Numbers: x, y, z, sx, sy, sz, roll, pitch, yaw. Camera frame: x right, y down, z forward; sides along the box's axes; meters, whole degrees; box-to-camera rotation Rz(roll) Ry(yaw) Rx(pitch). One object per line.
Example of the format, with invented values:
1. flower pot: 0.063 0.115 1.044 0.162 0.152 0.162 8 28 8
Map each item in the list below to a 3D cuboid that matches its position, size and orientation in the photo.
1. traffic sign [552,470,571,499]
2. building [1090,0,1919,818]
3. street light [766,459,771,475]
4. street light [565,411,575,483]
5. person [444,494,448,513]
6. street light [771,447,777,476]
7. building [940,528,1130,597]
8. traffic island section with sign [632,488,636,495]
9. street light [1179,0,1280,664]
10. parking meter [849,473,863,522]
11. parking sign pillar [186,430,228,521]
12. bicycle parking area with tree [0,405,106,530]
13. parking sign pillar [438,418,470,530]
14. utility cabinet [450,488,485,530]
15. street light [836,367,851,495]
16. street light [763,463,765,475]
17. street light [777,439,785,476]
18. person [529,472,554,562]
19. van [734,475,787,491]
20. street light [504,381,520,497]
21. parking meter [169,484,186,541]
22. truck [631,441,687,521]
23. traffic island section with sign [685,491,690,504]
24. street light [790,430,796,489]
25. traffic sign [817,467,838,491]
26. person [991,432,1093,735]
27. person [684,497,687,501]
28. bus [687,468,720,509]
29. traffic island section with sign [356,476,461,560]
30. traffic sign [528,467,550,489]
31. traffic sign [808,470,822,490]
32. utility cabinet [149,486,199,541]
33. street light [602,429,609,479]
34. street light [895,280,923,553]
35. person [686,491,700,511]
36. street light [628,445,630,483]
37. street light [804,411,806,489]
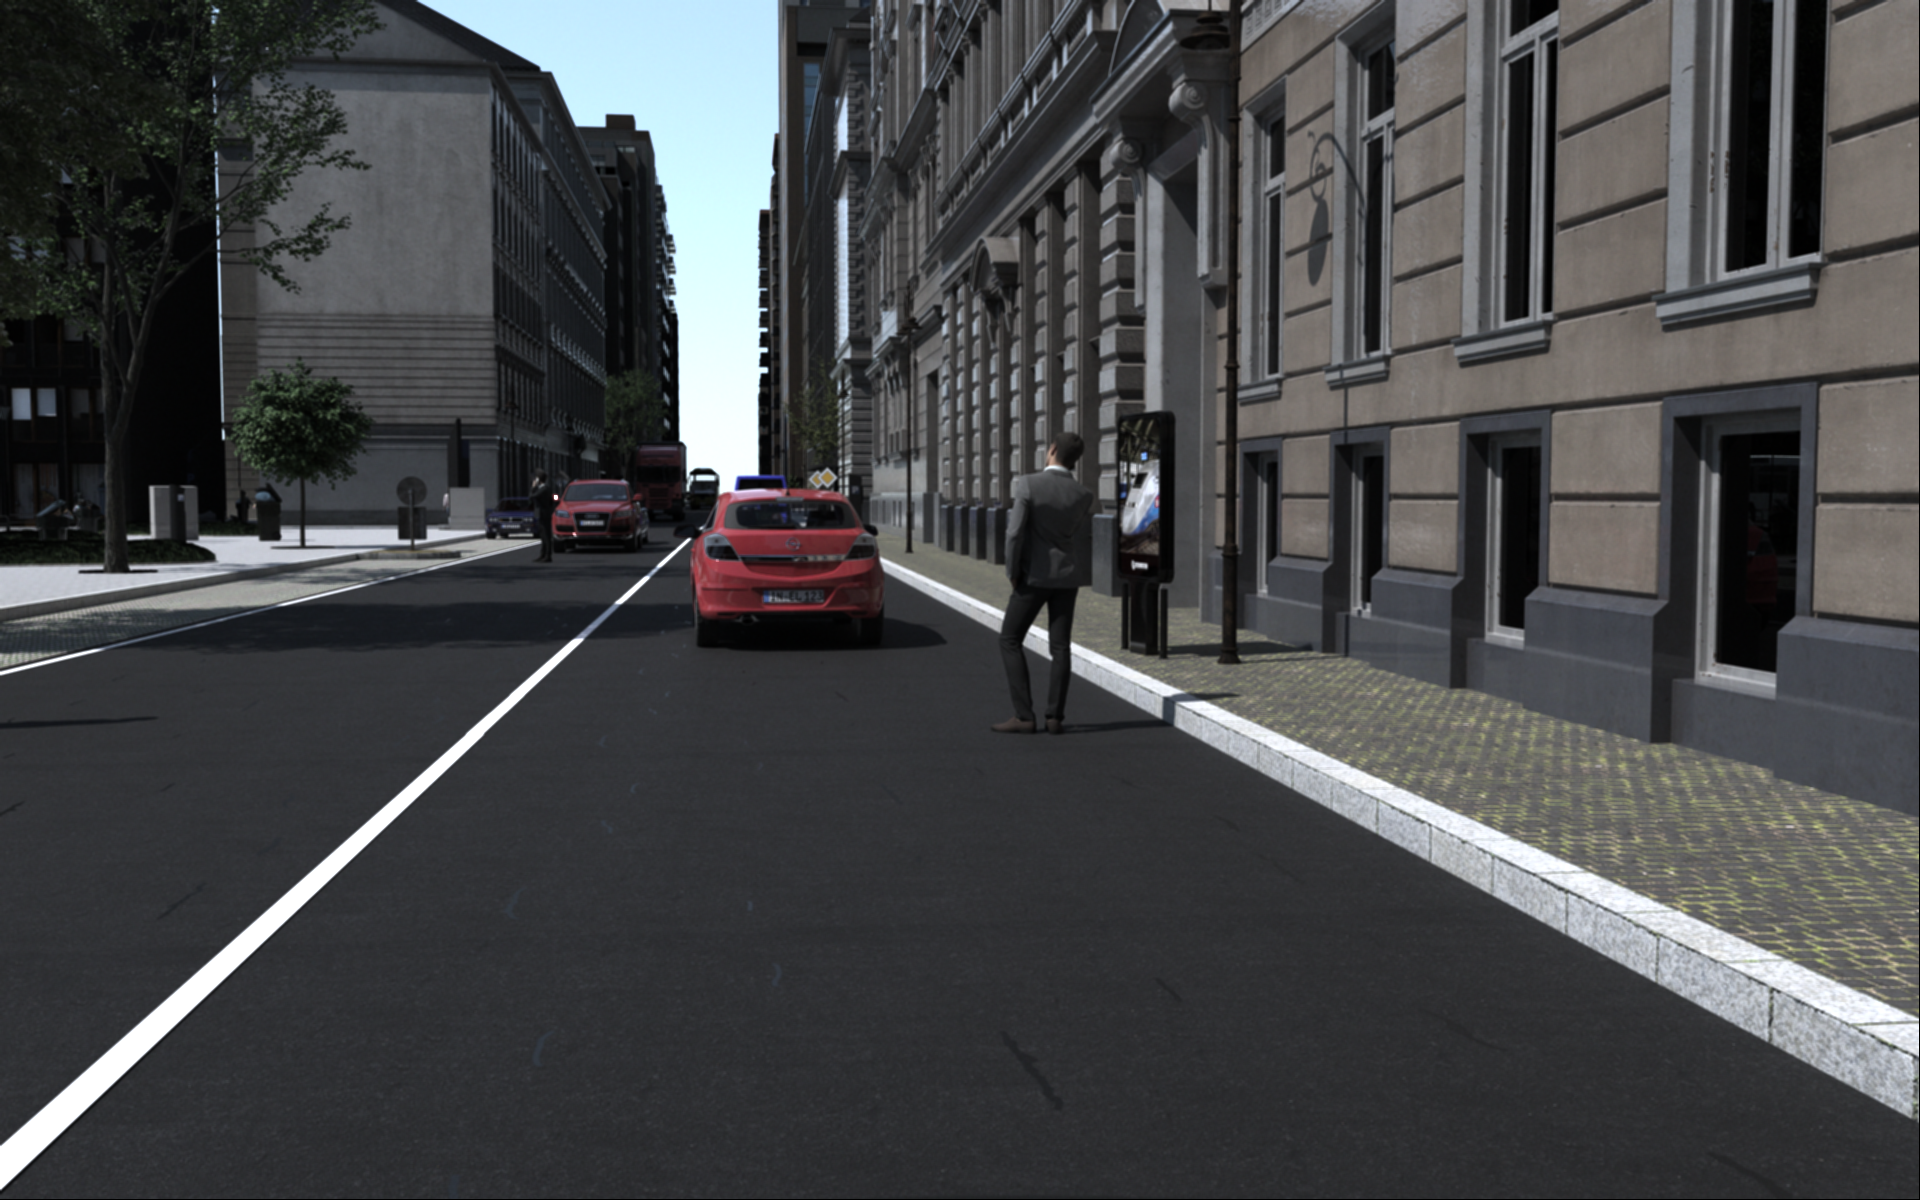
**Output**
1. traffic sign: -16.283 -4.107 70.785 0.795 2.450 0.064 0 4 -7
2. building: 9.460 -13.754 10.782 13.634 28.700 20.117 0 4 -7
3. street light: -21.444 -13.701 196.791 0.468 5.910 1.993 0 4 -7
4. street light: -21.660 -7.550 96.224 0.468 5.910 1.993 0 4 -7
5. person: -19.444 -3.507 66.516 0.731 1.740 0.598 -1 4 -18
6. street light: -18.215 -12.189 172.084 0.468 5.910 1.993 0 4 -7
7. building: 5.466 -12.337 30.588 11.050 23.489 19.941 0 4 -7
8. traffic island section with sign: -22.636 -6.830 120.303 1.989 1.847 2.006 0 4 -7
9. street light: 2.041 -2.457 12.953 0.468 5.910 1.993 0 4 -7
10. parking meter: -2.905 -2.610 48.377 0.399 1.863 0.255 0 4 -1
11. parking sign pillar: -31.676 -5.125 72.263 1.447 3.967 1.447 1 4 12
12. bicycle parking area with tree: -33.460 -4.253 56.545 8.231 4.147 9.016 1 4 19
13. parking sign pillar: -18.045 -4.516 62.306 1.447 3.967 1.447 -2 4 -32
14. utility cabinet: -17.300 -3.190 60.835 1.173 1.500 0.318 -1 4 -14
15. street light: -4.253 -5.523 63.083 0.468 5.910 1.993 0 4 -7
16. street light: -24.668 -15.257 222.238 0.468 5.910 1.993 0 4 -7
17. street light: -14.972 -10.612 146.296 0.468 5.910 1.993 0 4 -7
18. person: -8.801 -1.744 36.378 0.474 1.900 0.648 0 4 -7
19. van: -6.781 -3.339 58.973 2.240 2.365 5.245 0 4 -7
20. street light: -18.364 -6.014 71.121 0.468 5.910 1.993 0 4 -7
21. parking meter: -20.409 -2.250 45.193 0.372 1.533 0.369 0 3 0
22. truck: -16.249 -6.450 94.373 2.839 4.237 11.283 0 4 -8
23. traffic island section with sign: -42.838 -16.514 278.627 1.989 1.847 2.006 0 4 -7
24. street light: -11.675 -9.089 121.394 0.468 5.910 1.993 0 4 -7
25. traffic sign: -4.908 -3.701 64.162 0.795 2.450 0.064 0 4 -7
26. person: 0.493 -0.105 10.401 0.592 1.802 0.473 -1 4 -10
27. person: -35.142 -12.993 221.618 0.721 1.739 1.217 0 4 5
28. bus: -24.337 -10.611 165.034 2.896 3.916 12.252 0 4 -6
29. traffic island section with sign: -12.183 -1.822 38.419 1.989 1.847 2.006 0 4 -7
30. traffic sign: -15.271 -3.622 62.864 0.795 2.450 0.064 0 4 -7
31. traffic sign: -5.920 -4.186 72.083 0.795 2.450 0.064 0 4 -7
32. utility cabinet: -21.284 -2.339 46.925 0.318 1.500 1.173 3 5 41
33. street light: -24.758 -9.068 121.047 0.468 5.910 1.993 0 4 -7
34. street light: -1.111 -3.968 37.669 0.468 5.910 1.993 0 4 -7
35. person: -22.784 -8.481 147.880 1.217 1.735 0.721 -1 4 -21
36. street light: -28.102 -10.648 146.878 0.468 5.910 1.993 0 4 -7
37. street light: -8.625 -7.577 96.665 0.468 5.910 1.993 0 4 -7
